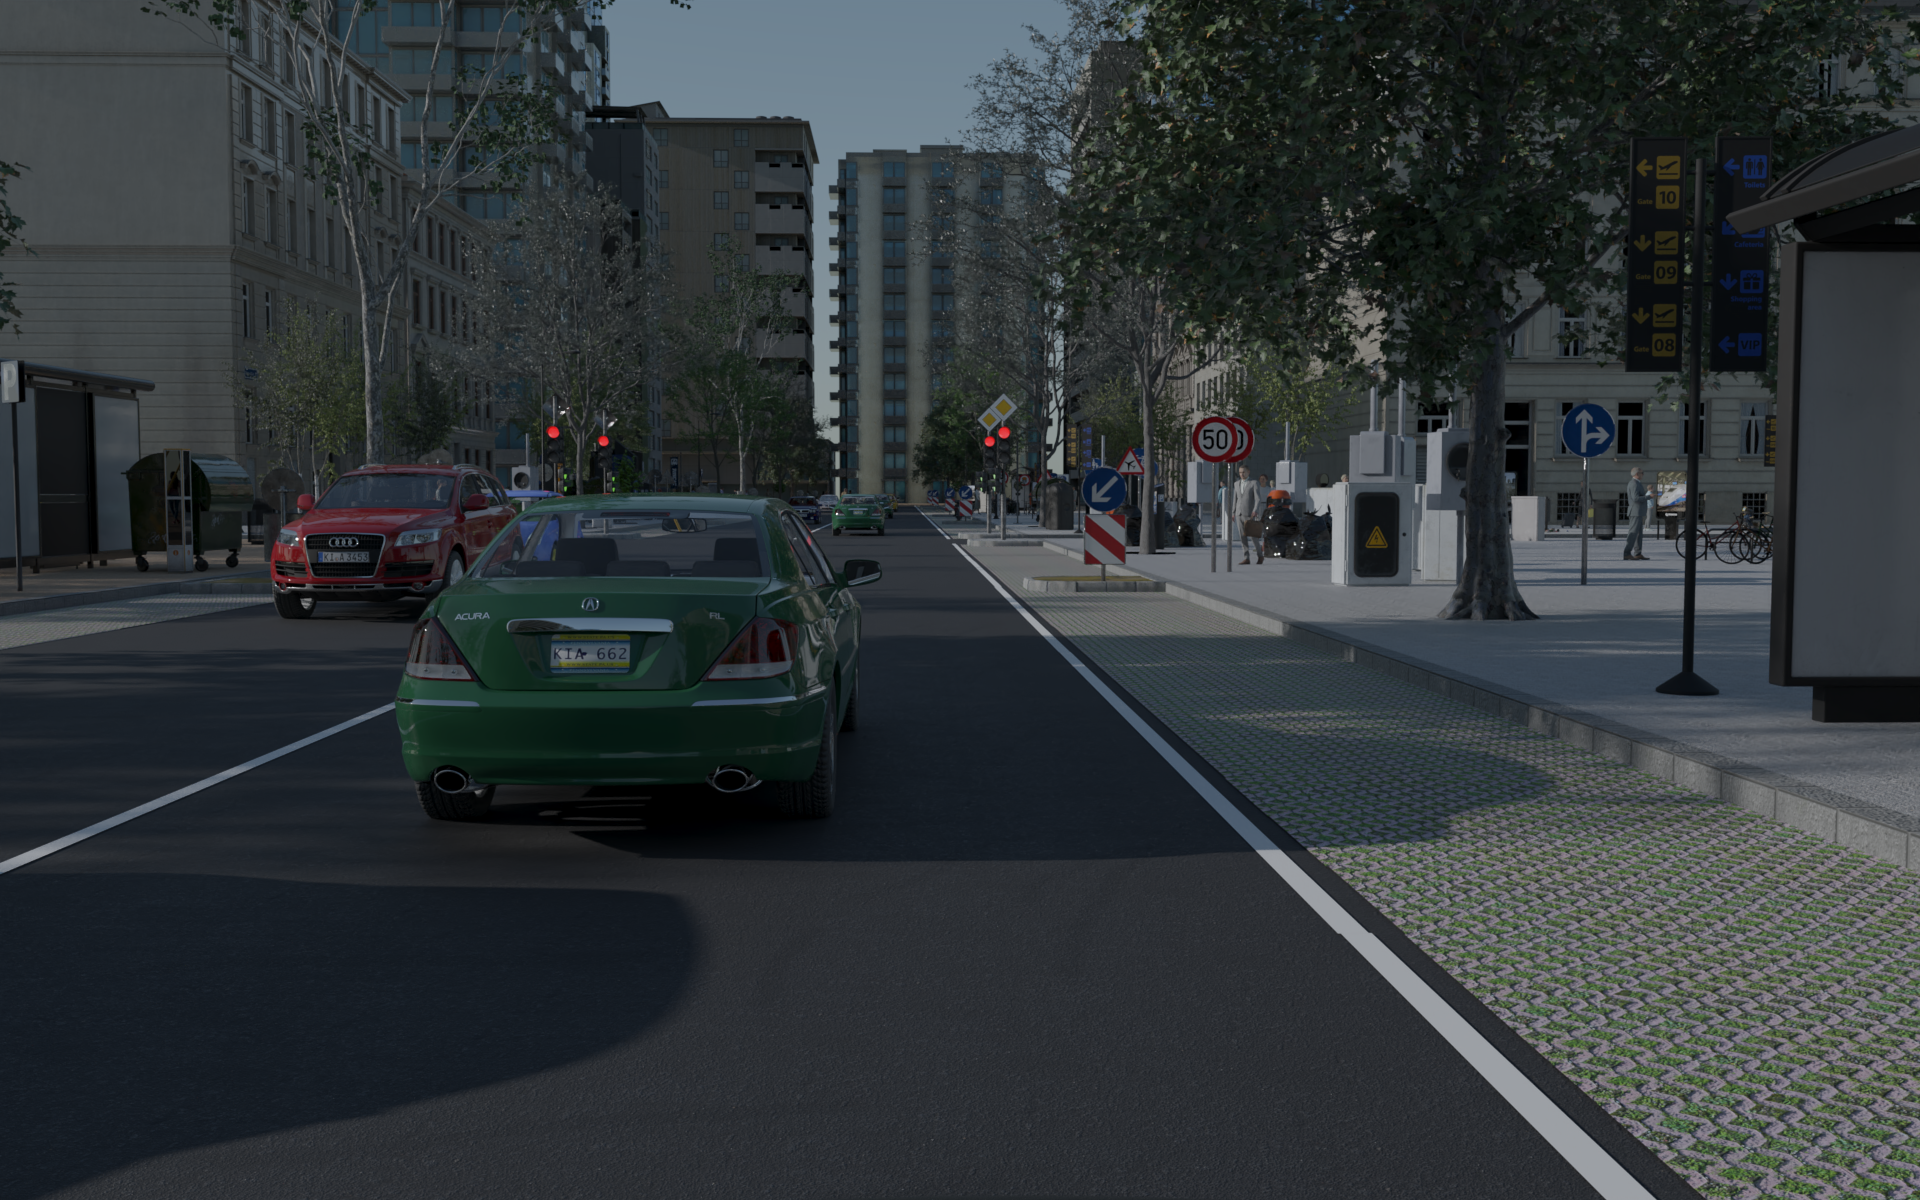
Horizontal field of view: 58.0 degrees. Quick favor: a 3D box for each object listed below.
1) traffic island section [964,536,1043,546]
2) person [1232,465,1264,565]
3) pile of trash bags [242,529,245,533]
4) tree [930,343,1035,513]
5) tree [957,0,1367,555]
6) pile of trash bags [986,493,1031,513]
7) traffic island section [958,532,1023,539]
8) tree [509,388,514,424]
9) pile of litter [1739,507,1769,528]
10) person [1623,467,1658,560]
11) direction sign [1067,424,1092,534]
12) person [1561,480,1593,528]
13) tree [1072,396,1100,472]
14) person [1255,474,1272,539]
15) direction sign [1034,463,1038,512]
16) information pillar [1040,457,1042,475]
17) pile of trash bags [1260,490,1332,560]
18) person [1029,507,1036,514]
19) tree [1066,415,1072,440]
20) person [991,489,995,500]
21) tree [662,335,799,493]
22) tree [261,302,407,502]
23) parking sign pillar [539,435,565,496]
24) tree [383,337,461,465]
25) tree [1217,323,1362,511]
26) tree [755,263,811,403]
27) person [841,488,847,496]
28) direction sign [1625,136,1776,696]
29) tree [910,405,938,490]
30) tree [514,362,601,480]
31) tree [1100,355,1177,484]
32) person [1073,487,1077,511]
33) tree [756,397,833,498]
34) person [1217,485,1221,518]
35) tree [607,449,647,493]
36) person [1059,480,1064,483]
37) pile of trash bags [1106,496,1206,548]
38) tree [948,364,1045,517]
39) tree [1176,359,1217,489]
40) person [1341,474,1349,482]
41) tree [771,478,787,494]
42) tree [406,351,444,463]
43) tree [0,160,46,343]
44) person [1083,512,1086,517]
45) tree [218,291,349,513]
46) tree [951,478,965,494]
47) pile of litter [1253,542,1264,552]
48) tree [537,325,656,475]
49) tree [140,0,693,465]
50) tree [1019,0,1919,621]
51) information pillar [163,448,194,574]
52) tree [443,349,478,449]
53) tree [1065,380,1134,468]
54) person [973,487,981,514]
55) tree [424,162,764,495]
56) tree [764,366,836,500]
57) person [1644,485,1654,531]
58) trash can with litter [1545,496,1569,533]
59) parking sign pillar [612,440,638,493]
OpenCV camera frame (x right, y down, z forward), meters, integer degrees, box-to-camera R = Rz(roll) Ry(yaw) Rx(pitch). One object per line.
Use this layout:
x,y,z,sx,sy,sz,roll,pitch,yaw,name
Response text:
1.237,-1.601,48.456,2.009,0.180,2.903,0,4,-2,traffic island section
5.212,-1.549,31.483,0.709,1.813,0.853,3,4,38,person
-24.594,-2.900,57.165,1.912,1.369,3.447,0,4,-8,pile of trash bags
1.862,-11.761,118.052,9.928,11.665,9.643,0,3,0,tree
4.033,-7.710,36.436,12.009,13.543,11.850,0,3,0,tree
3.487,-6.461,115.394,3.447,1.369,1.912,-1,4,-10,pile of trash bags
0.973,-2.089,56.437,2.009,0.180,2.903,0,4,-2,traffic island section
-24.655,-9.295,102.331,4.737,8.622,4.395,0,3,0,tree
27.799,-2.851,60.580,1.176,0.858,1.719,3,4,39,pile of litter
13.197,-1.674,33.591,0.590,1.801,0.661,1,4,17,person
3.873,-3.928,56.215,0.876,3.537,0.379,2,4,27,direction sign
23.272,-3.599,65.109,0.699,1.804,1.509,0,4,-6,person
9.504,-9.163,100.179,4.737,8.622,4.395,0,3,0,tree
7.076,-2.076,40.564,0.480,1.755,0.524,0,4,1,person
5.526,-8.154,125.311,0.379,3.537,0.876,1,4,20,direction sign
5.190,-7.174,108.646,0.504,3.616,0.183,-3,5,-40,information pillar
6.986,-1.554,35.161,1.912,1.369,3.447,-1,4,-12,pile of trash bags
4.772,-6.414,111.032,0.853,1.813,0.709,0,4,-4,person
9.816,-10.679,124.961,4.737,8.622,4.395,0,3,0,tree
2.251,-7.433,128.166,0.643,1.750,0.593,-2,4,-29,person
-16.094,-11.537,114.383,9.928,11.665,9.643,0,3,0,tree
-24.897,-7.168,67.561,4.737,8.622,4.395,0,3,0,tree
-18.426,-5.482,78.105,1.447,3.967,1.447,2,4,29,parking sign pillar
-25.310,-8.018,81.463,4.360,8.622,3.978,0,3,0,tree
12.431,-6.929,63.656,4.737,8.622,4.395,0,3,0,tree
-17.300,-16.656,128.214,12.611,20.169,13.585,0,3,0,tree
-7.988,-6.853,120.462,0.656,1.842,0.836,0,4,7,person
4.697,-1.167,11.078,0.876,3.537,0.379,0,4,2,direction sign
1.088,-14.101,147.559,9.611,12.733,9.660,0,3,0,tree
-22.120,-8.887,95.671,4.737,8.622,4.395,0,3,0,tree
10.232,-8.484,89.081,4.737,8.622,4.395,0,3,0,tree
8.406,-7.446,127.880,0.391,1.810,0.635,-2,4,-35,person
-19.177,-17.249,199.027,9.611,12.733,9.660,0,3,0,tree
13.867,-5.341,93.734,0.532,1.782,0.716,-1,4,-11,person
-14.274,-4.888,74.521,1.663,3.219,1.824,0,3,0,tree
4.149,-3.905,69.744,0.638,1.841,0.748,0,4,-4,person
4.570,-2.034,43.013,1.912,1.369,3.447,-2,4,-28,pile of trash bags
2.350,-9.014,97.747,4.360,8.622,3.978,0,3,0,tree
12.504,-7.804,77.962,4.737,8.622,4.395,0,3,0,tree
10.954,-2.667,49.532,0.818,1.842,0.514,0,4,5,person
-17.963,-10.845,171.914,1.663,3.219,1.824,0,3,0,tree
-25.261,-7.529,73.466,4.737,8.622,4.395,0,3,0,tree
-12.049,-5.870,12.990,9.611,12.733,9.660,0,3,0,tree
6.943,-5.229,92.280,0.760,1.731,0.466,-2,4,-29,person
-24.035,-6.850,62.358,4.360,8.622,3.978,0,3,0,tree
-0.115,-10.637,168.523,1.663,3.219,1.824,0,3,0,tree
7.145,-1.499,38.473,1.176,0.858,1.719,0,4,-6,pile of litter
-24.242,-12.082,115.666,7.486,12.596,7.792,0,3,0,tree
-12.000,-11.133,37.913,12.611,20.169,13.585,0,3,0,tree
5.353,-6.153,17.607,9.611,12.733,9.660,0,3,0,tree
-12.639,-1.439,28.020,0.304,2.012,0.304,0,4,1,information pillar
-26.484,-8.365,87.132,4.737,8.622,4.395,0,3,0,tree
8.572,-9.539,106.332,4.360,8.622,3.978,0,3,0,tree
1.050,-6.314,109.499,0.641,1.798,0.478,2,4,25,person
-14.132,-9.405,64.135,12.009,13.543,11.850,0,3,0,tree
-16.992,-15.535,164.367,12.009,13.543,11.850,0,3,0,tree
24.040,-3.212,60.371,0.330,1.601,0.589,1,4,14,person
19.740,-2.912,58.675,1.678,1.210,2.233,1,4,22,trash can with litter
-16.490,-5.919,85.248,1.447,3.967,1.447,2,4,25,parking sign pillar
